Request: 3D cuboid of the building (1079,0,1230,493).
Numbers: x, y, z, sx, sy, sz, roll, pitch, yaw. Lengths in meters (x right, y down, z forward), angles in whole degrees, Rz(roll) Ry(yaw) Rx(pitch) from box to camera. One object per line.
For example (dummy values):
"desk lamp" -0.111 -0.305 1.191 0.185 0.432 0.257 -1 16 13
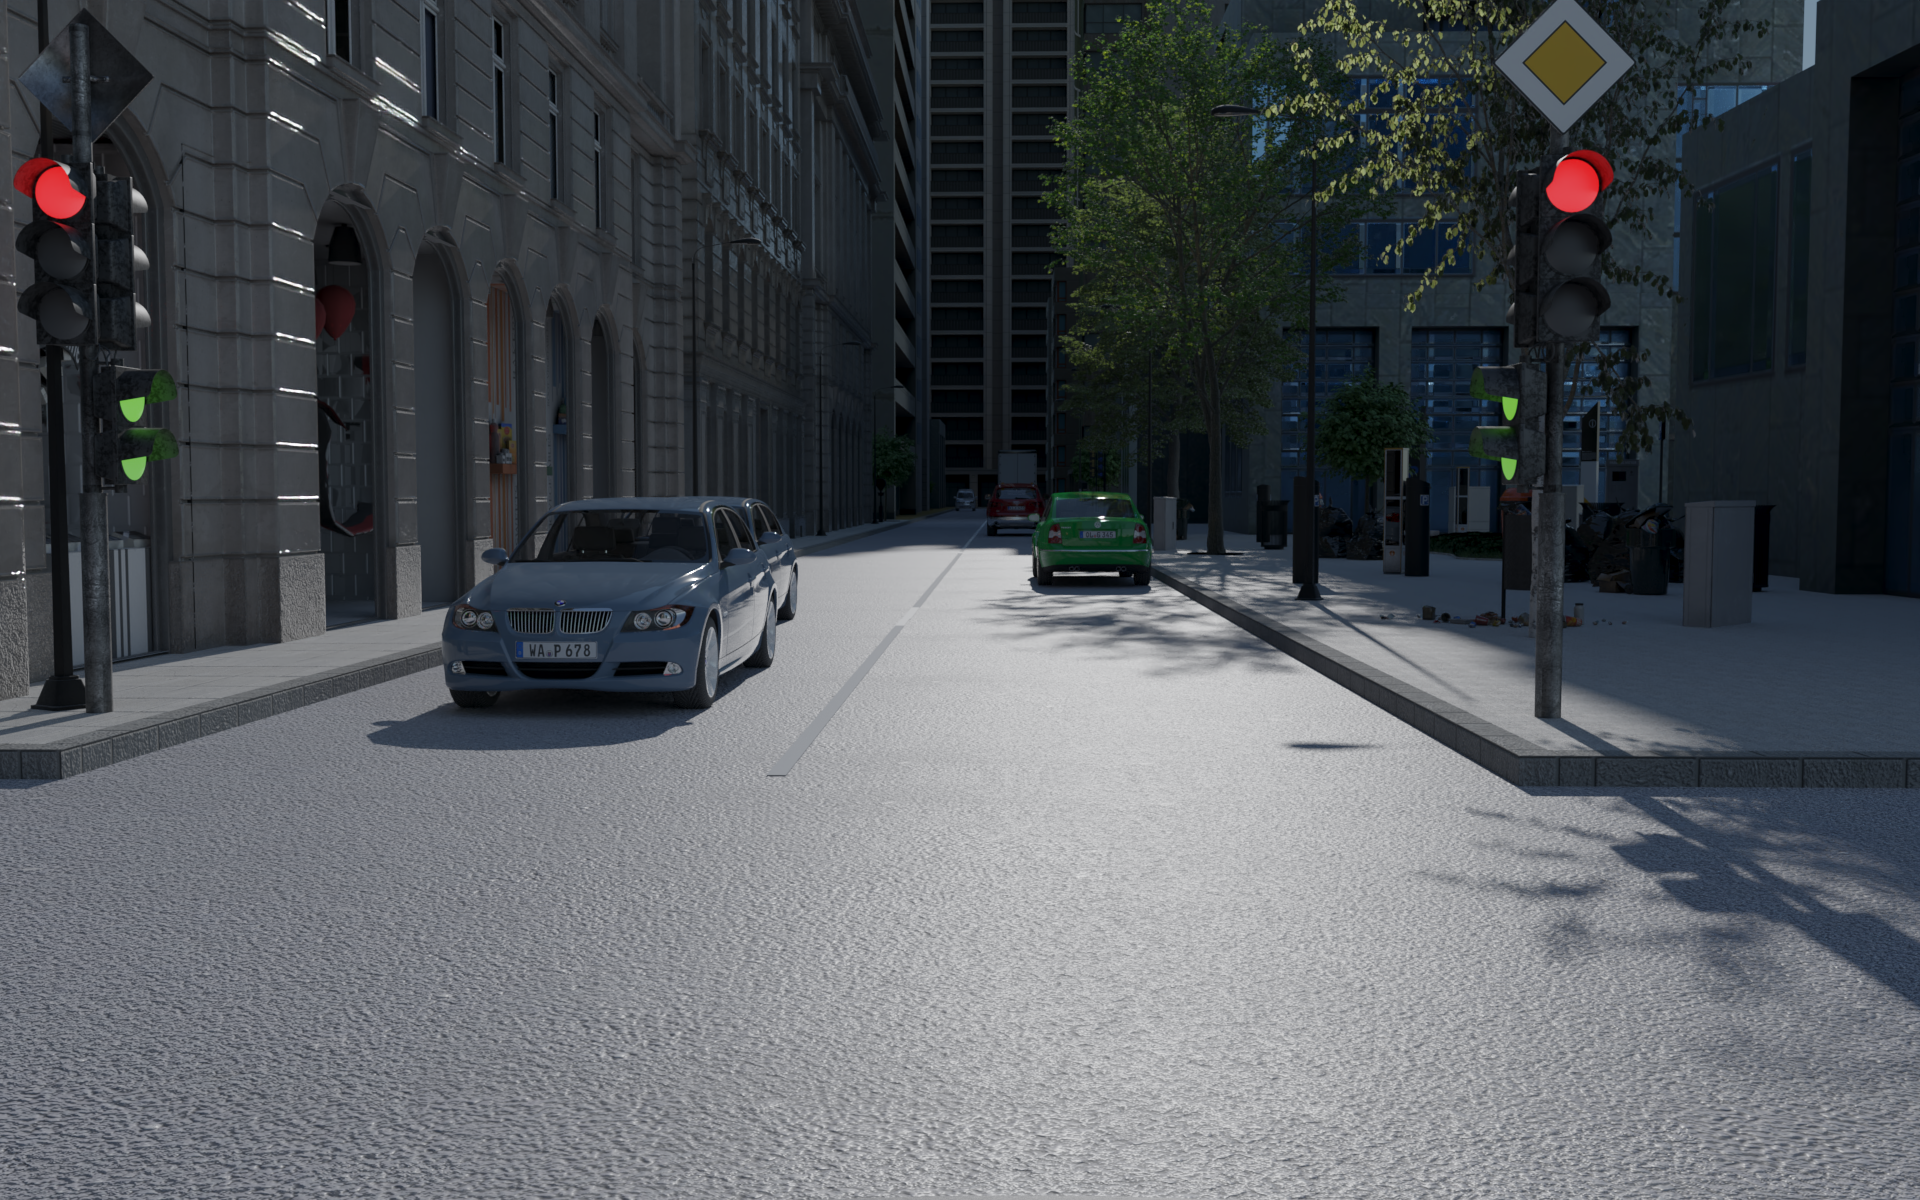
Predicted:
"building" 13.912 -20.129 100.811 14.160 30.474 14.107 0 4 2

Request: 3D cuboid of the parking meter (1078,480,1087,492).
"parking meter" 5.235 -4.162 73.758 0.255 1.863 0.399 -2 4 -26

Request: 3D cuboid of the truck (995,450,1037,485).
"truck" 3.762 -7.761 115.804 2.839 4.237 11.283 0 4 1

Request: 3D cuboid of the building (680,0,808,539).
"building" -9.594 -11.871 43.241 9.793 20.994 18.267 0 4 2

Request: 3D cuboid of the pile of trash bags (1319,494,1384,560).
"pile of trash bags" 7.902 -1.558 35.219 1.912 1.369 3.447 -2 4 -24

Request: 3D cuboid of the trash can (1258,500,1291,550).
"trash can" 7.267 -1.737 40.051 0.748 1.137 0.748 0 3 0

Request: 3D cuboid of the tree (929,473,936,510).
"tree" -2.638 -8.781 138.178 1.663 3.219 1.824 0 3 0

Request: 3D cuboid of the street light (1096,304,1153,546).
"street light" 4.116 -4.279 42.509 1.470 5.913 1.316 0 4 2

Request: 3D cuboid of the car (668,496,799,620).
"car" -2.829 -0.400 18.550 2.014 1.417 4.499 0 4 3

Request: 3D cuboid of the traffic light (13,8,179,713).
"traffic light" -5.046 -1.294 10.070 0.839 4.253 0.868 0 4 2

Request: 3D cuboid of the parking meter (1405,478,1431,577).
"parking meter" 7.132 -1.137 26.995 0.372 1.533 0.369 0 3 0

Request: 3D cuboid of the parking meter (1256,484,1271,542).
"parking meter" 8.065 -2.300 46.013 0.372 1.533 0.369 0 3 0

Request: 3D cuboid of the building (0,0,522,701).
"building" -11.489 -10.986 21.421 13.314 21.916 24.055 0 4 2

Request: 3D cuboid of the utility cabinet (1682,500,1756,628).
"utility cabinet" 7.456 -0.359 17.029 1.020 1.237 0.306 -3 5 -45

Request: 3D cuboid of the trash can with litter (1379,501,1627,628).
"trash can with litter" 5.333 -0.380 17.270 2.233 1.210 1.678 3 5 39

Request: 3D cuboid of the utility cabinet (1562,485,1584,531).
"utility cabinet" 14.150 -1.976 40.984 0.318 1.500 1.173 -3 4 -36

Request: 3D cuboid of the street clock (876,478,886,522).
"street clock" -3.576 -4.505 78.228 0.471 2.002 0.358 1 4 12

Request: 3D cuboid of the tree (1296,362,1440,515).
"tree" 10.155 -3.620 42.903 4.285 4.588 4.351 0 3 0

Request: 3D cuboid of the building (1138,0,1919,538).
"building" 18.662 -46.138 67.024 22.319 86.520 31.000 0 4 2

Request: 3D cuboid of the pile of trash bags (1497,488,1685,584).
"pile of trash bags" 8.985 -0.928 24.918 3.447 1.369 1.912 -2 4 -34

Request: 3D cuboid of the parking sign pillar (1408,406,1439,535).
"parking sign pillar" 13.810 -3.915 52.486 1.447 3.967 1.447 1 4 22

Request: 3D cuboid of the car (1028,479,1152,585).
"car" 2.111 -1.207 28.526 1.959 1.807 4.718 0 4 0

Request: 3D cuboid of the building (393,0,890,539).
"building" -10.035 -13.612 64.356 13.314 21.916 24.055 0 4 2

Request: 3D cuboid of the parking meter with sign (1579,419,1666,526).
"parking meter with sign" 14.709 -2.585 38.534 1.738 3.016 0.543 1 4 17

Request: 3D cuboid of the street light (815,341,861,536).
"street light" -3.706 -4.909 52.805 1.470 5.913 1.316 0 4 2

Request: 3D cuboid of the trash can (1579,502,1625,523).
"trash can" 10.886 -1.087 29.419 0.748 1.137 0.748 0 3 0

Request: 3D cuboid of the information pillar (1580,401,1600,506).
"information pillar" 16.015 -3.221 44.023 0.183 3.616 0.504 -2 4 -33

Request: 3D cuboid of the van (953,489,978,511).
"van" 0.476 -8.434 144.902 2.013 2.044 4.112 0 4 1

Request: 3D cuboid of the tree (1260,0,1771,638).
"tree" 4.985 -3.956 15.044 4.360 8.622 3.978 0 3 0

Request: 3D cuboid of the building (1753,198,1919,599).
"building" 26.640 -43.152 18.200 31.000 86.520 22.319 0 4 2

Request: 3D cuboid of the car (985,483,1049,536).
"car" 1.983 -3.168 60.473 2.281 1.827 5.304 0 4 2

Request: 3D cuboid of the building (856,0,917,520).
"building" -13.624 -28.877 95.834 21.300 48.544 21.600 0 4 2

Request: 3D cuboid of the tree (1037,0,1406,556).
"tree" 5.236 -6.760 36.277 9.928 11.665 9.643 0 3 0

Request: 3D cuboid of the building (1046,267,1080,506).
"building" 21.417 -18.426 146.310 27.650 21.520 28.899 0 4 2

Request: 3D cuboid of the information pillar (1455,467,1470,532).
"information pillar" 13.630 -2.601 47.024 0.304 2.012 0.304 0 4 5

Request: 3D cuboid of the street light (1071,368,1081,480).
"street light" 4.786 -5.578 63.738 1.470 5.913 1.316 0 4 2

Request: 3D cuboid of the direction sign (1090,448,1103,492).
"direction sign" 6.626 -5.640 84.214 0.379 3.537 0.876 -3 5 -41

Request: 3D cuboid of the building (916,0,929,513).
"building" -13.272 -35.376 120.389 21.231 58.520 28.212 0 4 2

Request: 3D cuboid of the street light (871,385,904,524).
"street light" -3.097 -6.211 74.093 1.470 5.913 1.316 0 4 2

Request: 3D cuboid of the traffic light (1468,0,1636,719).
"traffic light" 3.363 -1.280 9.850 0.839 4.253 0.868 0 4 2

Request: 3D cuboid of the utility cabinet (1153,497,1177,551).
"utility cabinet" 4.715 -1.750 39.777 0.306 1.237 1.020 1 4 21

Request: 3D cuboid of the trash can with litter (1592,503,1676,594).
"trash can with litter" 8.629 -0.665 22.258 0.624 1.170 1.055 -2 4 -32

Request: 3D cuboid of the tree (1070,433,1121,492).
"tree" 7.389 -6.652 92.476 4.285 4.588 4.351 0 3 0

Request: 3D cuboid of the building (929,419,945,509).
"building" -17.195 -51.144 148.873 31.000 86.520 22.319 0 4 2

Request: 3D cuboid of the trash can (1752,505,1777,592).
"trash can" 10.347 -0.685 22.855 0.748 1.137 0.748 0 3 0

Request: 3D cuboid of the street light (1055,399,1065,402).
"street light" 5.353 -6.876 84.971 1.470 5.913 1.316 0 4 2

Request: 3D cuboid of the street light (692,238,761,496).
"street light" -4.299 -3.611 31.574 1.470 5.913 1.316 0 4 2

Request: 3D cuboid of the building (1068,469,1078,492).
"building" 23.794 -26.139 119.258 32.217 40.220 23.993 0 4 2

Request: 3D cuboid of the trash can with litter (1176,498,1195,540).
"trash can with litter" 6.009 -2.239 47.996 0.624 1.170 1.055 2 4 34

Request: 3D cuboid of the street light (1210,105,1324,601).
"street light" 3.693 -2.954 20.844 1.470 5.913 1.316 0 4 2

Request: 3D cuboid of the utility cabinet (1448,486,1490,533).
"utility cabinet" 14.882 -2.567 50.656 1.173 1.500 0.318 -1 4 -15

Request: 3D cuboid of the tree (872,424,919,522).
"tree" -3.585 -5.979 81.470 4.285 4.588 4.351 0 3 0

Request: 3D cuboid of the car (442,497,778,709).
"car" -2.465 -0.068 13.114 2.014 1.417 4.499 0 4 2

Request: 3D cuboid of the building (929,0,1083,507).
"building" 6.812 -45.236 177.862 20.611 71.187 20.563 0 4 2

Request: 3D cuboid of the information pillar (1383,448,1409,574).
"information pillar" 6.984 -1.422 27.749 0.304 2.012 0.304 2 4 33

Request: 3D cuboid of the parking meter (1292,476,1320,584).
"parking meter" 4.965 -1.006 24.854 0.372 1.533 0.369 0 3 0

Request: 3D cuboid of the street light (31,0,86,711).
"street light" -4.837 -2.303 10.201 1.470 5.913 1.316 0 4 2

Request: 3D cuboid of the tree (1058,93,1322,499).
"tree" 6.570 -8.048 49.712 7.486 12.596 7.792 0 3 0
